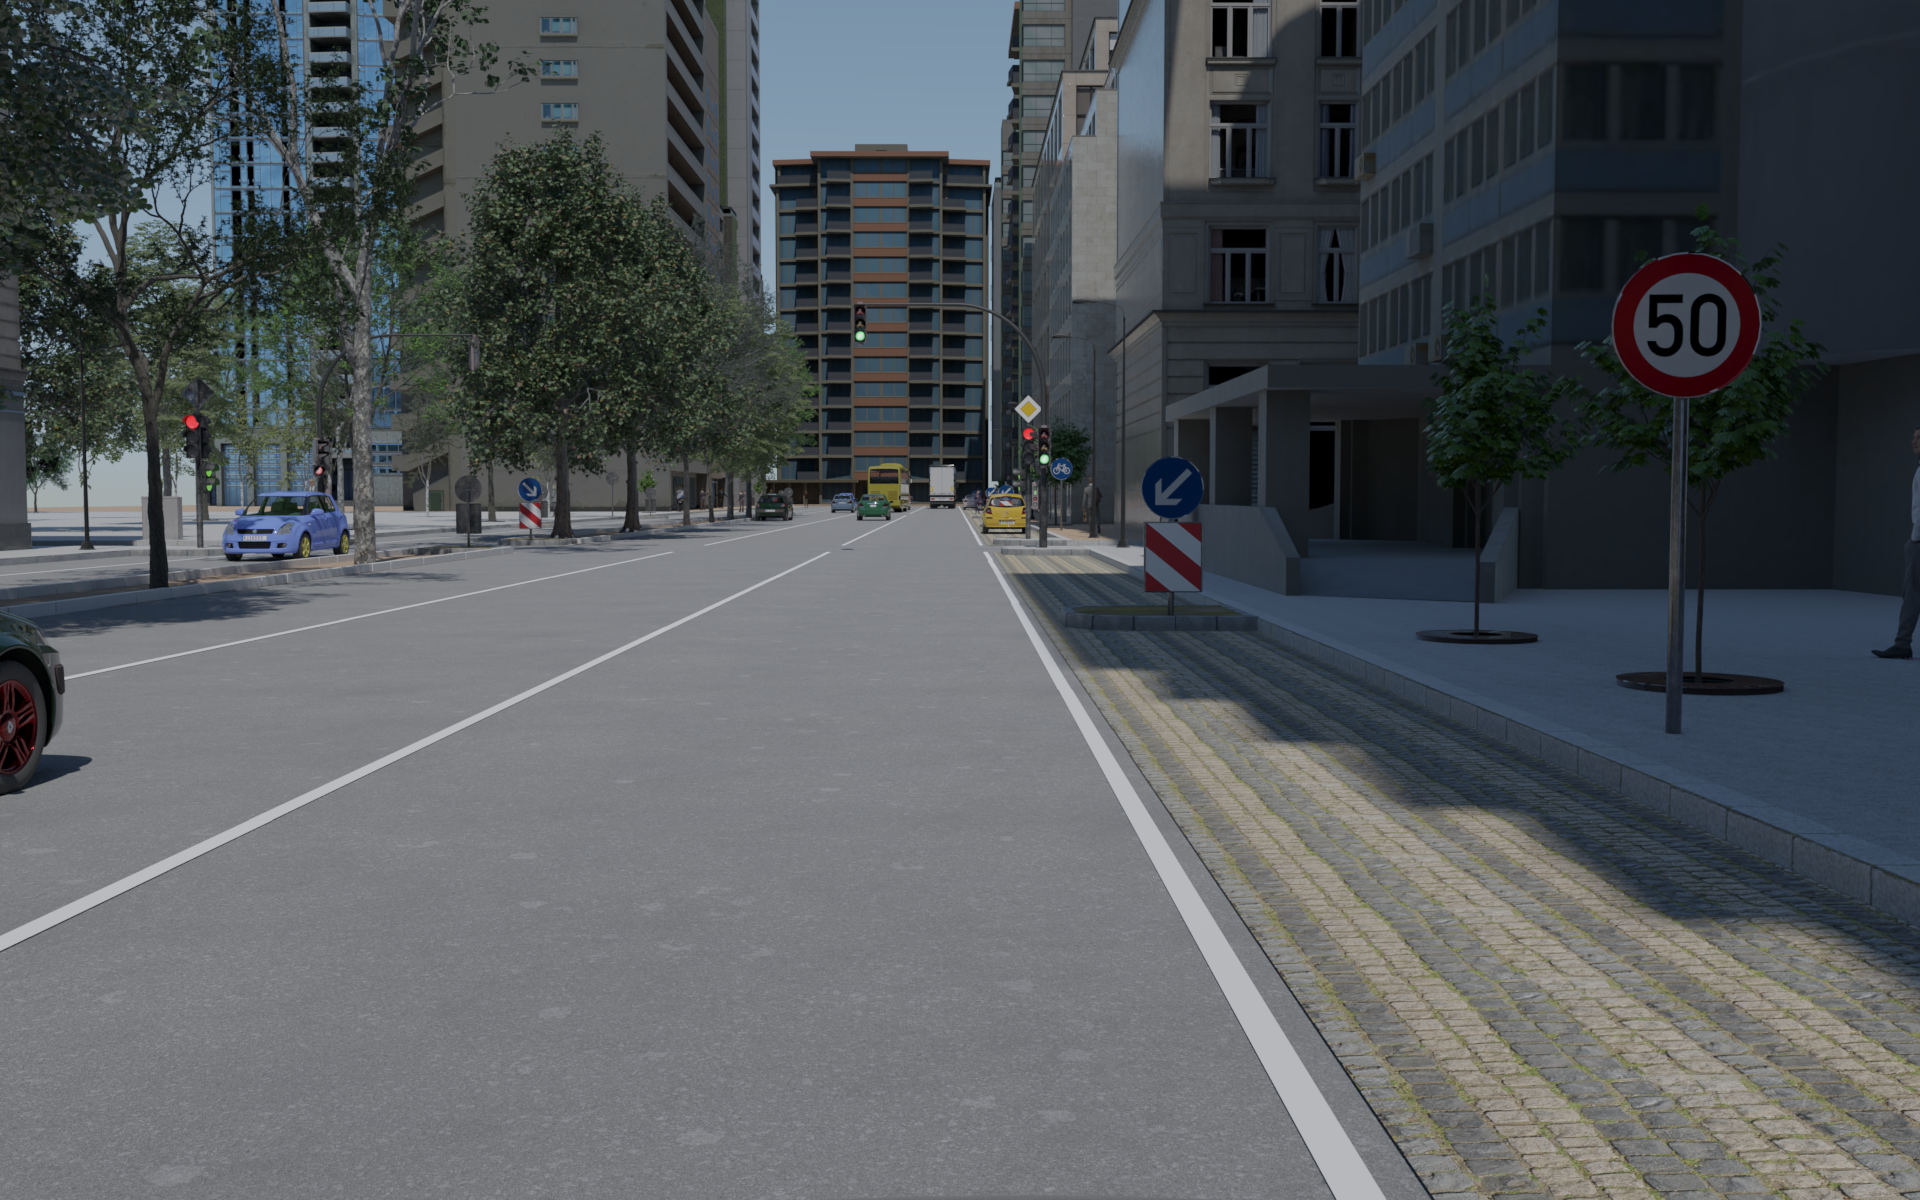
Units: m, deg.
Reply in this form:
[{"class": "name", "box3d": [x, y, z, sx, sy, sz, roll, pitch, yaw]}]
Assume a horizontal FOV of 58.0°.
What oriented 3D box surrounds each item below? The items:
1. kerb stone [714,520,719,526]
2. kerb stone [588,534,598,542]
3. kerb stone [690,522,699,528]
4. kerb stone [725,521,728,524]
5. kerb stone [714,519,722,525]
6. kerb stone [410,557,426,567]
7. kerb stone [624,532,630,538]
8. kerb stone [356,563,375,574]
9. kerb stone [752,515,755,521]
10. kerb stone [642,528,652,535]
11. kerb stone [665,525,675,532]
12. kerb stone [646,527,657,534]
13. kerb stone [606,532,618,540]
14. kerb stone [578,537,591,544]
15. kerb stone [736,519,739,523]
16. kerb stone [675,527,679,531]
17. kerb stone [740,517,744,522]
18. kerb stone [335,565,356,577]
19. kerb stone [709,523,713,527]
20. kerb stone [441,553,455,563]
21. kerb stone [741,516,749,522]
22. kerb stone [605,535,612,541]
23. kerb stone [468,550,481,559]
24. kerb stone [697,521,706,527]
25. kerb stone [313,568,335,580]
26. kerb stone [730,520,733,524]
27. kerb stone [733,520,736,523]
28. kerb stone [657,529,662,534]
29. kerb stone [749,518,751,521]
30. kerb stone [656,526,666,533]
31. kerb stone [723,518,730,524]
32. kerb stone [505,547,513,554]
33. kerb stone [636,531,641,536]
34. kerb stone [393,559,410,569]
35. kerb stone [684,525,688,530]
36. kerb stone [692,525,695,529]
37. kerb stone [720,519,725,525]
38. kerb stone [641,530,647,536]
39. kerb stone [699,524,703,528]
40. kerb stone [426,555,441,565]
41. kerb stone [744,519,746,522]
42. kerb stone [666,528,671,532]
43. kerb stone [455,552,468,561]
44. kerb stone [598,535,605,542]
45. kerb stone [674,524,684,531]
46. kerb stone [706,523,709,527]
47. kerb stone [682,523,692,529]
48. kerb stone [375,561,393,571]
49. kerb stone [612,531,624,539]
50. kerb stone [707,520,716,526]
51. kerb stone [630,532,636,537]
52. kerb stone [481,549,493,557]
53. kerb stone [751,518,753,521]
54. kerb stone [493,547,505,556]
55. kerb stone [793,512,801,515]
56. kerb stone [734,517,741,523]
[{"class": "kerb stone", "box3d": [-11.097, -3.416, 78.044, 0.120, 0.150, 1.000, 0, 4, 0]}, {"class": "kerb stone", "box3d": [-10.991, -1.787, 51.416, 0.120, 0.150, 1.000, 0, 4, 0]}, {"class": "kerb stone", "box3d": [-11.071, -3.037, 71.908, 0.120, 0.150, 1.000, 0, 4, 0]}, {"class": "kerb stone", "box3d": [-11.124, -3.602, 81.118, 0.120, 0.150, 1.000, 0, 4, 0]}, {"class": "kerb stone", "box3d": [-11.107, -3.478, 79.066, 0.120, 0.150, 1.000, 0, 4, 0]}, {"class": "kerb stone", "box3d": [-10.895, -0.751, 34.471, 0.120, 0.150, 1.000, 0, 4, 0]}, {"class": "kerb stone", "box3d": [-11.006, -2.100, 56.538, 0.120, 0.150, 1.000, 0, 4, 0]}, {"class": "kerb stone", "box3d": [-10.888, -0.563, 31.397, 0.120, 0.150, 1.000, 0, 4, 0]}, {"class": "kerb stone", "box3d": [-11.172, -4.293, 92.388, 0.120, 0.150, 1.000, 0, 4, 0]}, {"class": "kerb stone", "box3d": [-11.025, -2.351, 60.637, 0.120, 0.150, 1.000, 0, 4, 0]}, {"class": "kerb stone", "box3d": [-11.051, -2.665, 65.763, 0.120, 0.150, 1.000, 0, 4, 0]}, {"class": "kerb stone", "box3d": [-11.029, -2.413, 61.671, 0.120, 0.150, 1.000, 0, 4, 0]}, {"class": "kerb stone", "box3d": [-10.988, -1.971, 54.487, 0.120, 0.150, 1.000, 0, 4, 0]}, {"class": "kerb stone", "box3d": [-10.975, -1.724, 50.381, 0.120, 0.150, 1.000, 0, 4, 0]}, {"class": "kerb stone", "box3d": [-11.142, -3.854, 85.226, 0.120, 0.150, 1.000, 0, 4, 0]}, {"class": "kerb stone", "box3d": [-11.053, -2.723, 66.785, 0.120, 0.150, 1.000, 0, 4, 0]}, {"class": "kerb stone", "box3d": [-11.152, -3.980, 87.276, 0.120, 0.150, 1.000, 0, 4, 0]}, {"class": "kerb stone", "box3d": [-10.878, -0.493, 30.375, 0.120, 0.150, 1.000, 0, 4, 0]}, {"class": "kerb stone", "box3d": [-11.088, -3.281, 76.000, 0.120, 0.150, 1.000, 0, 4, 0]}, {"class": "kerb stone", "box3d": [-10.909, -0.871, 36.517, 0.120, 0.150, 1.000, 0, 4, 0]}, {"class": "kerb stone", "box3d": [-11.156, -4.106, 89.321, 0.120, 0.150, 1.000, 0, 4, 0]}, {"class": "kerb stone", "box3d": [-10.993, -1.912, 53.460, 0.120, 0.150, 1.000, 0, 4, 0]}, {"class": "kerb stone", "box3d": [-10.917, -0.998, 38.570, 0.120, 0.150, 1.000, 0, 4, 0]}, {"class": "kerb stone", "box3d": [-11.081, -3.166, 73.955, 0.120, 0.150, 1.000, 0, 4, 0]}, {"class": "kerb stone", "box3d": [-10.868, -0.437, 29.351, 0.120, 0.150, 1.000, 0, 4, 0]}, {"class": "kerb stone", "box3d": [-11.138, -3.729, 83.170, 0.120, 0.150, 1.000, 0, 4, 0]}, {"class": "kerb stone", "box3d": [-11.139, -3.786, 84.204, 0.120, 0.150, 1.000, 0, 4, 0]}, {"class": "kerb stone", "box3d": [-11.030, -2.477, 62.693, 0.120, 0.150, 1.000, 0, 4, 0]}, {"class": "kerb stone", "box3d": [-11.166, -4.168, 90.344, 0.120, 0.150, 1.000, 0, 4, 0]}, {"class": "kerb stone", "box3d": [-11.036, -2.539, 63.716, 0.120, 0.150, 1.000, 0, 4, 0]}, {"class": "kerb stone", "box3d": [-11.129, -3.667, 82.145, 0.120, 0.150, 1.000, 0, 4, 0]}, {"class": "kerb stone", "box3d": [-10.931, -1.189, 41.643, 0.120, 0.150, 1.000, 0, 4, 0]}, {"class": "kerb stone", "box3d": [-11.012, -2.219, 58.591, 0.120, 0.150, 1.000, 0, 4, 0]}, {"class": "kerb stone", "box3d": [-10.886, -0.688, 33.447, 0.120, 0.150, 1.000, 0, 4, 0]}, {"class": "kerb stone", "box3d": [-11.062, -2.852, 68.833, 0.120, 0.150, 1.000, 0, 4, 0]}, {"class": "kerb stone", "box3d": [-11.075, -2.978, 70.878, 0.120, 0.150, 1.000, 0, 4, 0]}, {"class": "kerb stone", "box3d": [-11.119, -3.541, 80.095, 0.120, 0.150, 1.000, 0, 4, 0]}, {"class": "kerb stone", "box3d": [-11.014, -2.287, 59.615, 0.120, 0.150, 1.000, 0, 4, 0]}, {"class": "kerb stone", "box3d": [-11.079, -3.103, 72.933, 0.120, 0.150, 1.000, 0, 4, 0]}, {"class": "kerb stone", "box3d": [-10.895, -0.809, 35.493, 0.120, 0.150, 1.000, 0, 4, 0]}, {"class": "kerb stone", "box3d": [-11.160, -4.043, 88.299, 0.120, 0.150, 1.000, 0, 4, 0]}, {"class": "kerb stone", "box3d": [-11.040, -2.602, 64.738, 0.120, 0.150, 1.000, 0, 4, 0]}, {"class": "kerb stone", "box3d": [-10.918, -0.939, 37.548, 0.120, 0.150, 1.000, 0, 4, 0]}, {"class": "kerb stone", "box3d": [-10.977, -1.850, 52.438, 0.120, 0.150, 1.000, 0, 4, 0]}, {"class": "kerb stone", "box3d": [-11.056, -2.789, 67.811, 0.120, 0.150, 1.000, 0, 4, 0]}, {"class": "kerb stone", "box3d": [-11.093, -3.227, 74.977, 0.120, 0.150, 1.000, 0, 4, 0]}, {"class": "kerb stone", "box3d": [-11.062, -2.915, 69.855, 0.120, 0.150, 1.000, 0, 4, 0]}, {"class": "kerb stone", "box3d": [-10.884, -0.621, 32.419, 0.120, 0.150, 1.000, 0, 4, 0]}, {"class": "kerb stone", "box3d": [-11.002, -2.036, 55.509, 0.120, 0.150, 1.000, 0, 4, 0]}, {"class": "kerb stone", "box3d": [-11.101, -3.353, 77.022, 0.120, 0.150, 1.000, 0, 4, 0]}, {"class": "kerb stone", "box3d": [-11.004, -2.163, 57.562, 0.120, 0.150, 1.000, 0, 4, 0]}, {"class": "kerb stone", "box3d": [-10.922, -1.064, 39.596, 0.120, 0.150, 1.000, 0, 4, 0]}, {"class": "kerb stone", "box3d": [-11.172, -4.230, 91.366, 0.120, 0.150, 1.000, 0, 4, 0]}, {"class": "kerb stone", "box3d": [-10.928, -1.127, 40.618, 0.120, 0.150, 1.000, 0, 4, 0]}, {"class": "kerb stone", "box3d": [-11.307, -5.986, 120.065, 0.120, 0.150, 1.000, 0, 4, 0]}, {"class": "kerb stone", "box3d": [-11.147, -3.915, 86.250, 0.120, 0.150, 1.000, 0, 4, 0]}]
